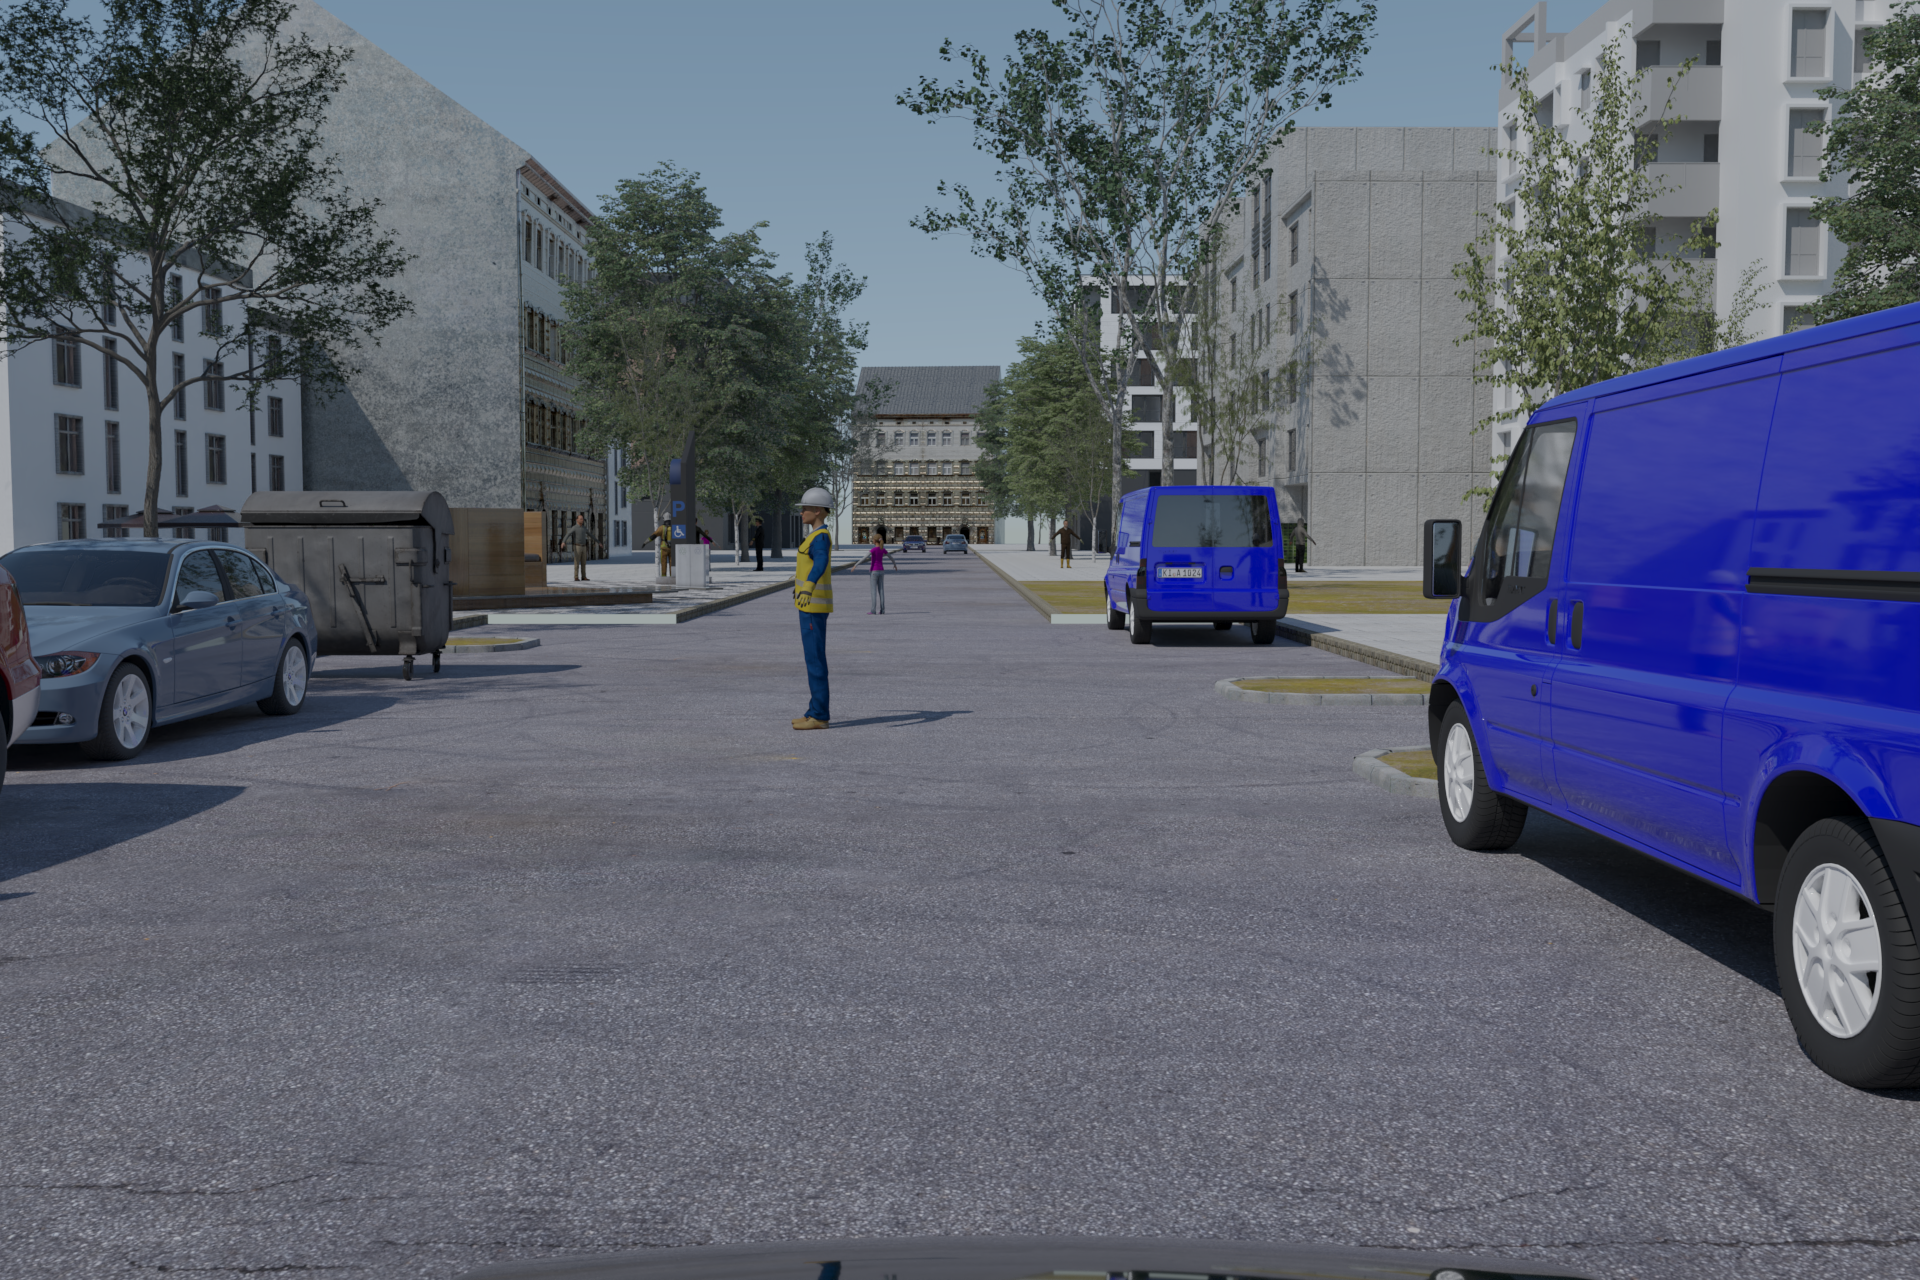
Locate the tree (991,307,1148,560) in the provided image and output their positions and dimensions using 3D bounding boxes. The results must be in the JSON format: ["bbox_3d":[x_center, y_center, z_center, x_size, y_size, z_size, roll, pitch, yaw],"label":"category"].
[{"bbox_3d":[5.462,-10.272,86.079,7.486,12.596,7.792,0,3,0],"label":"tree"}]

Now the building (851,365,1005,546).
[{"bbox_3d":[-3.778,-23.961,225.152,18.063,23.208,19.493,0,4,5],"label":"building"}]

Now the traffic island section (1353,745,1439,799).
[{"bbox_3d":[3.369,0.782,10.086,1.991,0.108,1.994,0,4,-1],"label":"traffic island section"}]

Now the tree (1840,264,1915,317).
[{"bbox_3d":[25.467,-5.893,46.716,4.737,8.622,4.395,0,3,0],"label":"tree"}]

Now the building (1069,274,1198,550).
[{"bbox_3d":[23.381,-18.882,152.700,27.936,21.610,32.646,0,3,0],"label":"building"}]

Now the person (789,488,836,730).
[{"bbox_3d":[-1.151,-0.237,12.796,0.721,1.772,1.216,0,4,-7],"label":"person"}]

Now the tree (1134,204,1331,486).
[{"bbox_3d":[5.586,-5.443,39.356,4.360,8.622,3.978,0,3,0],"label":"tree"}]

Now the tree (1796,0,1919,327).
[{"bbox_3d":[22.598,-7.922,36.186,9.857,13.997,8.962,0,3,0],"label":"tree"}]

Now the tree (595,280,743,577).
[{"bbox_3d":[-8.979,-6.137,50.706,4.360,8.622,3.978,0,3,0],"label":"tree"}]

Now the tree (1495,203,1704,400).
[{"bbox_3d":[14.205,-5.410,38.821,4.737,8.622,4.395,0,3,0],"label":"tree"}]

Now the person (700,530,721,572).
[{"bbox_3d":[-8.650,-3.047,59.086,0.991,1.433,0.599,-1,4,-13],"label":"person"}]

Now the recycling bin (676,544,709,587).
[{"bbox_3d":[-6.507,-1.809,42.136,0.722,1.027,0.722,0,4,-1],"label":"recycling bin"}]

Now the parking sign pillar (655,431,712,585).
[{"bbox_3d":[-7.120,-3.430,44.548,1.447,3.967,1.447,0,4,1],"label":"parking sign pillar"}]

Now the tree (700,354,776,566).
[{"bbox_3d":[-8.928,-7.340,70.375,4.360,8.622,3.978,0,3,0],"label":"tree"}]

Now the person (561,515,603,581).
[{"bbox_3d":[-10.388,-2.518,47.436,0.705,1.796,1.348,3,5,42],"label":"person"}]

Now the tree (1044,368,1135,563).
[{"bbox_3d":[5.994,-7.735,76.822,4.360,8.622,3.978,0,3,0],"label":"tree"}]

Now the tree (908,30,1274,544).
[{"bbox_3d":[4.743,-12.896,66.731,12.611,20.169,13.585,0,3,0],"label":"tree"}]

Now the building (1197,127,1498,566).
[{"bbox_3d":[22.136,-13.306,84.014,16.747,18.905,31.486,0,4,0],"label":"building"}]

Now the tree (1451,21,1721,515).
[{"bbox_3d":[9.148,-4.623,25.946,4.737,8.622,4.395,0,3,0],"label":"tree"}]

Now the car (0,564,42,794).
[{"bbox_3d":[-5.675,0.126,6.610,2.281,1.827,5.304,0,4,0],"label":"car"}]

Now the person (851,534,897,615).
[{"bbox_3d":[-1.508,-1.169,30.838,0.991,1.433,0.599,-3,4,-38],"label":"person"}]

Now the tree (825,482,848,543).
[{"bbox_3d":[-16.767,-16.771,224.559,4.737,8.622,4.395,0,3,0],"label":"tree"}]

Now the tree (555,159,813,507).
[{"bbox_3d":[-9.398,-9.352,59.556,9.857,13.997,8.962,0,3,0],"label":"tree"}]

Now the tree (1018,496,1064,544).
[{"bbox_3d":[10.338,-17.355,218.159,7.601,10.594,8.767,0,4,8],"label":"tree"}]

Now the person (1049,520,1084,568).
[{"bbox_3d":[3.968,-3.600,64.995,1.346,1.812,0.704,-1,4,-13],"label":"person"}]

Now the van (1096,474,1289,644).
[{"bbox_3d":[3.151,-1.211,24.186,2.240,2.365,5.245,0,3,0],"label":"van"}]

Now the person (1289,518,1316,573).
[{"bbox_3d":[11.336,-3.146,57.570,0.705,1.813,1.348,-2,4,-27],"label":"person"}]

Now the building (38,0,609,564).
[{"bbox_3d":[-26.967,-15.117,78.099,19.493,23.208,18.063,0,4,-1],"label":"building"}]

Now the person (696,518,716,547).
[{"bbox_3d":[-8.201,-2.900,53.602,1.347,1.806,0.705,1,4,20],"label":"person"}]

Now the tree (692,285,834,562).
[{"bbox_3d":[-9.575,-9.806,78.462,7.486,12.596,7.792,0,3,0],"label":"tree"}]

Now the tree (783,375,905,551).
[{"bbox_3d":[-9.237,-13.507,131.206,12.009,13.543,11.850,0,3,0],"label":"tree"}]

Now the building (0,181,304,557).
[{"bbox_3d":[-26.960,-6.909,55.105,9.099,9.664,28.070,0,4,0],"label":"building"}]

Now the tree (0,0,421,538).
[{"bbox_3d":[-11.417,-5.531,24.842,7.601,10.594,8.767,-2,4,-28],"label":"tree"}]

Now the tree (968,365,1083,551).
[{"bbox_3d":[5.162,-13.541,128.044,9.857,13.997,8.962,0,3,0],"label":"tree"}]

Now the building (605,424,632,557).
[{"bbox_3d":[-24.082,-9.874,103.579,9.099,9.664,28.070,0,4,-1],"label":"building"}]

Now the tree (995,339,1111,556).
[{"bbox_3d":[5.657,-11.156,100.525,7.486,12.596,7.792,0,3,0],"label":"tree"}]

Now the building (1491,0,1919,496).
[{"bbox_3d":[25.125,-12.648,63.221,16.016,20.090,11.380,0,4,0],"label":"building"}]

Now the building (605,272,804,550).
[{"bbox_3d":[-29.054,-18.818,151.654,27.936,21.610,32.646,0,4,0],"label":"building"}]

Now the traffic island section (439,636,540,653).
[{"bbox_3d":[-6.392,0.065,21.796,1.991,0.108,1.994,0,4,0],"label":"traffic island section"}]

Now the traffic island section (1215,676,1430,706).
[{"bbox_3d":[3.320,0.453,15.459,1.991,0.108,1.994,0,3,0],"label":"traffic island section"}]

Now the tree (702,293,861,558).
[{"bbox_3d":[-9.907,-11.351,92.247,9.857,13.997,8.962,0,3,0],"label":"tree"}]

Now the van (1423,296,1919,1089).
[{"bbox_3d":[3.198,-0.107,6.133,2.240,2.365,5.245,0,4,-1],"label":"van"}]

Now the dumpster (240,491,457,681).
[{"bbox_3d":[-6.111,-0.559,17.357,1.865,1.857,1.264,0,4,0],"label":"dumpster"}]

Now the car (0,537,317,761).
[{"bbox_3d":[-6.127,-0.028,12.467,2.014,1.417,4.499,0,4,0],"label":"car"}]

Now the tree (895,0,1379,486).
[{"bbox_3d":[4.528,-11.836,49.404,12.611,20.169,13.585,0,3,0],"label":"tree"}]

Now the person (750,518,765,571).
[{"bbox_3d":[-6.954,-3.292,59.760,0.705,1.837,1.347,1,4,10],"label":"person"}]

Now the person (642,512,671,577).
[{"bbox_3d":[-7.786,-2.467,46.101,1.354,1.858,0.705,-2,4,-25],"label":"person"}]

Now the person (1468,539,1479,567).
[{"bbox_3d":[5.327,-0.645,16.383,1.345,1.849,0.704,-1,4,-21],"label":"person"}]

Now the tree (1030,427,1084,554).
[{"bbox_3d":[5.462,-9.690,108.800,4.360,8.622,3.978,0,3,0],"label":"tree"}]

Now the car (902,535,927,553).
[{"bbox_3d":[-3.504,-7.392,133.444,1.945,1.354,3.894,0,3,0],"label":"car"}]

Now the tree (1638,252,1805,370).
[{"bbox_3d":[20.218,-5.853,46.059,4.737,8.622,4.395,0,3,0],"label":"tree"}]

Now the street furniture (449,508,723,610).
[{"bbox_3d":[-11.021,-1.558,32.331,9.812,1.723,11.010,3,5,40],"label":"street furniture"}]

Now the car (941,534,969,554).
[{"bbox_3d":[-0.335,-6.893,124.697,2.014,1.417,4.499,0,4,-1],"label":"car"}]

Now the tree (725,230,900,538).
[{"bbox_3d":[-10.116,-15.558,110.265,12.611,20.169,13.585,0,3,0],"label":"tree"}]
